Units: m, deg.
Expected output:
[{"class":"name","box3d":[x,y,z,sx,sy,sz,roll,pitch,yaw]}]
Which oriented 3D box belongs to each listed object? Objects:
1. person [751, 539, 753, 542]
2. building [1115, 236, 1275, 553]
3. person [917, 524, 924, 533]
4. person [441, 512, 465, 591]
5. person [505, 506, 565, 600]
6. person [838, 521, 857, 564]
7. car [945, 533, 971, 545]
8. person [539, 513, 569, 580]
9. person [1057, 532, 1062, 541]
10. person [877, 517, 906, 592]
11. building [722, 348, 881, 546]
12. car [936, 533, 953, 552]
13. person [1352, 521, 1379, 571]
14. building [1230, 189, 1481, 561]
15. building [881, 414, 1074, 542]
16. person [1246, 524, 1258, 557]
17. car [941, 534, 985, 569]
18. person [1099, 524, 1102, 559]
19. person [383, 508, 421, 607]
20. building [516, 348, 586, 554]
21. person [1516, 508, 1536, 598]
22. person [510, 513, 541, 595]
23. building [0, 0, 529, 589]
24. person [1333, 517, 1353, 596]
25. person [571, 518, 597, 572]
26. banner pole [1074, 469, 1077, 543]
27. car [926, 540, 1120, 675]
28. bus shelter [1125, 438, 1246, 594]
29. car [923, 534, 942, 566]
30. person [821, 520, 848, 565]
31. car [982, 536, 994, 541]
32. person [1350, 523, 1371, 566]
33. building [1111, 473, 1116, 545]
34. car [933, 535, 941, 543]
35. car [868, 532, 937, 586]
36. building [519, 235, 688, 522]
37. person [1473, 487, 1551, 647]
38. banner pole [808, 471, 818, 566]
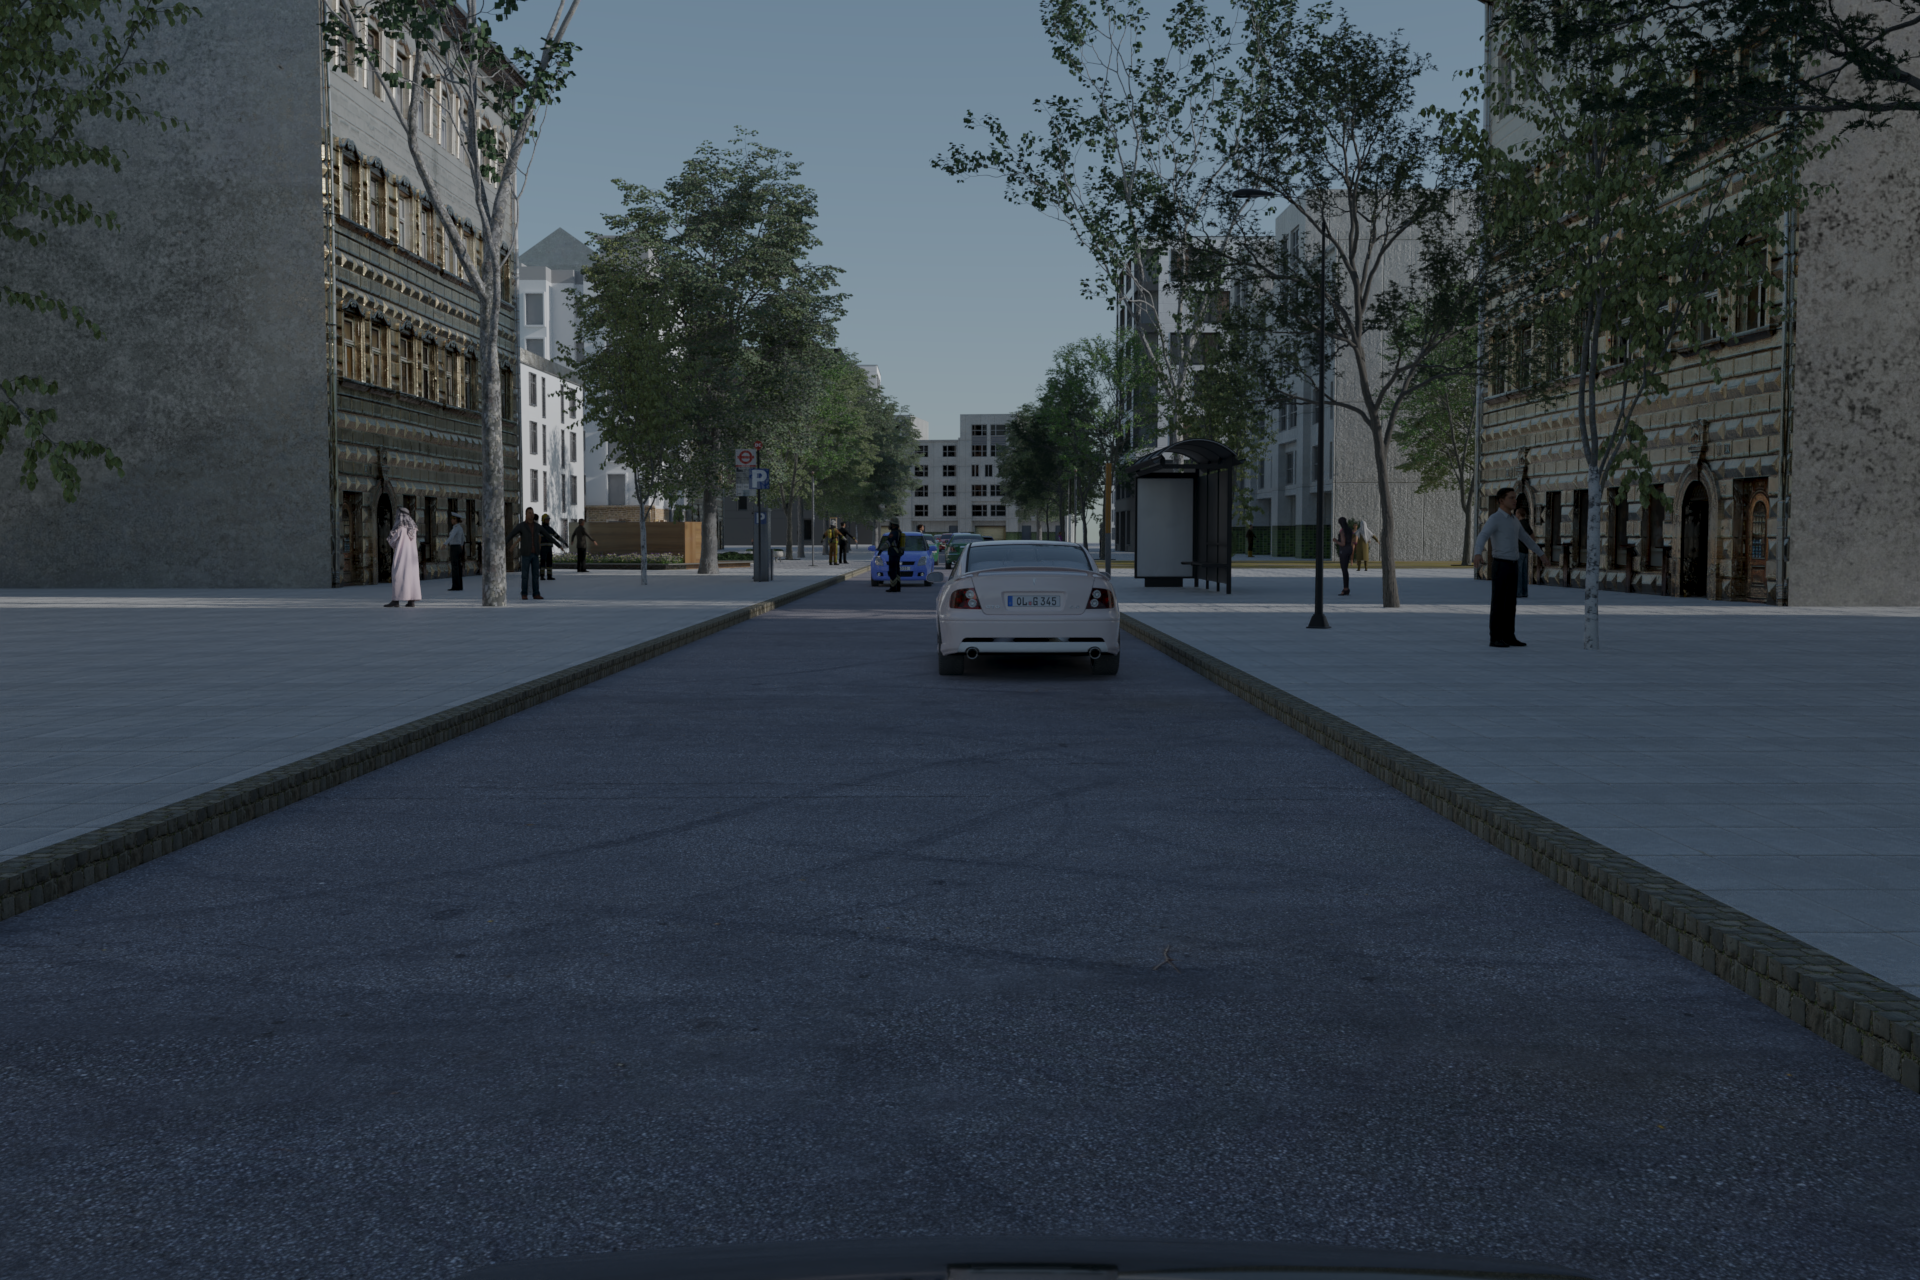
[{"class":"person","box3d":[-9.931,-4.787,84.532,0.705,1.796,1.348,-1,4,-19]},{"class":"building","box3d":[25.832,-17.821,135.354,27.936,21.610,32.646,0,4,0]},{"class":"person","box3d":[-1.491,-3.549,66.669,0.705,1.806,1.347,0,4,-1]},{"class":"person","box3d":[-11.485,-2.004,39.225,0.721,1.778,1.216,0,4,3]},{"class":"person","box3d":[-8.406,-1.704,33.924,1.348,1.821,0.705,-3,4,-36]},{"class":"person","box3d":[-5.053,-4.222,74.967,1.347,1.837,0.705,2,4,31]},{"class":"car","box3d":[0.108,-5.303,96.296,1.945,1.707,3.694,0,3,0]},{"class":"person","box3d":[-11.483,-2.589,48.091,0.704,1.858,1.351,3,5,42]},{"class":"person","box3d":[5.903,-5.601,100.847,0.599,1.433,0.991,0,4,8]},{"class":"person","box3d":[-1.640,-2.109,42.716,0.705,1.856,1.354,2,4,24]},{"class":"building","box3d":[-23.866,-22.179,206.608,27.936,21.610,32.646,0,4,-1]},{"class":"car","box3d":[-0.836,-8.034,140.389,2.155,1.783,4.494,0,3,0]},{"class":"person","box3d":[13.932,-3.256,60.004,1.217,1.736,0.721,0,4,-1]},{"class":"building","box3d":[26.025,-14.133,97.526,16.747,18.905,31.486,0,4,0]},{"class":"building","box3d":[1.165,-24.015,261.565,31.486,18.905,16.747,0,4,8]},{"class":"person","box3d":[16.091,-5.480,95.731,0.704,1.812,1.346,3,4,37]},{"class":"car","box3d":[0.290,-3.671,71.824,2.131,1.459,4.920,0,4,-1]},{"class":"person","box3d":[7.446,-5.170,90.658,0.705,1.813,1.348,1,4,13]},{"class":"person","box3d":[-9.780,-1.451,30.438,0.621,1.740,0.551,0,4,7]},{"class":"building","box3d":[-24.371,-9.157,91.860,9.099,9.664,28.070,0,4,0]},{"class":"person","box3d":[11.290,-1.758,34.960,1.348,1.803,0.705,-3,5,-41]},{"class":"person","box3d":[-9.171,-1.826,36.631,0.721,1.739,1.217,1,4,14]},{"class":"building","box3d":[-24.044,-13.343,49.082,19.493,23.208,18.063,0,4,0]},{"class":"person","box3d":[7.988,-1.752,36.165,0.415,1.643,0.593,0,4,-3]},{"class":"person","box3d":[-12.646,-3.169,57.986,1.348,1.807,0.705,3,5,40]},{"class":"banner pole","box3d":[4.436,-4.671,66.387,0.401,3.779,0.863,0,4,-1]},{"class":"car","box3d":[0.671,-0.405,18.980,2.083,1.381,4.827,0,4,-1]},{"class":"bus shelter","box3d":[5.012,-2.776,39.315,2.014,3.302,5.546,0,4,0]},{"class":"car","box3d":[-1.886,-4.183,80.196,2.131,1.459,4.920,0,4,0]},{"class":"person","box3d":[-5.190,-3.996,71.104,1.354,1.858,0.705,2,4,31]},{"class":"car","box3d":[1.103,-4.815,91.300,1.945,1.354,3.894,0,4,-1]},{"class":"person","box3d":[16.116,-3.901,70.582,1.217,1.733,0.721,0,4,2]},{"class":"building","box3d":[23.294,-15.909,202.260,9.099,9.664,28.070,0,4,0]},{"class":"car","box3d":[-1.717,-8.835,156.814,2.083,1.381,4.827,0,4,0]},{"class":"car","box3d":[-1.591,-2.381,48.524,1.945,1.707,3.694,0,4,0]},{"class":"building","box3d":[-24.517,-15.574,111.052,16.016,20.090,11.380,0,3,0]},{"class":"person","box3d":[6.226,-0.828,19.702,1.344,1.810,0.704,-3,4,-37]},{"class":"banner pole","box3d":[-5.873,-4.853,69.356,0.401,3.779,0.863,0,4,1]}]
